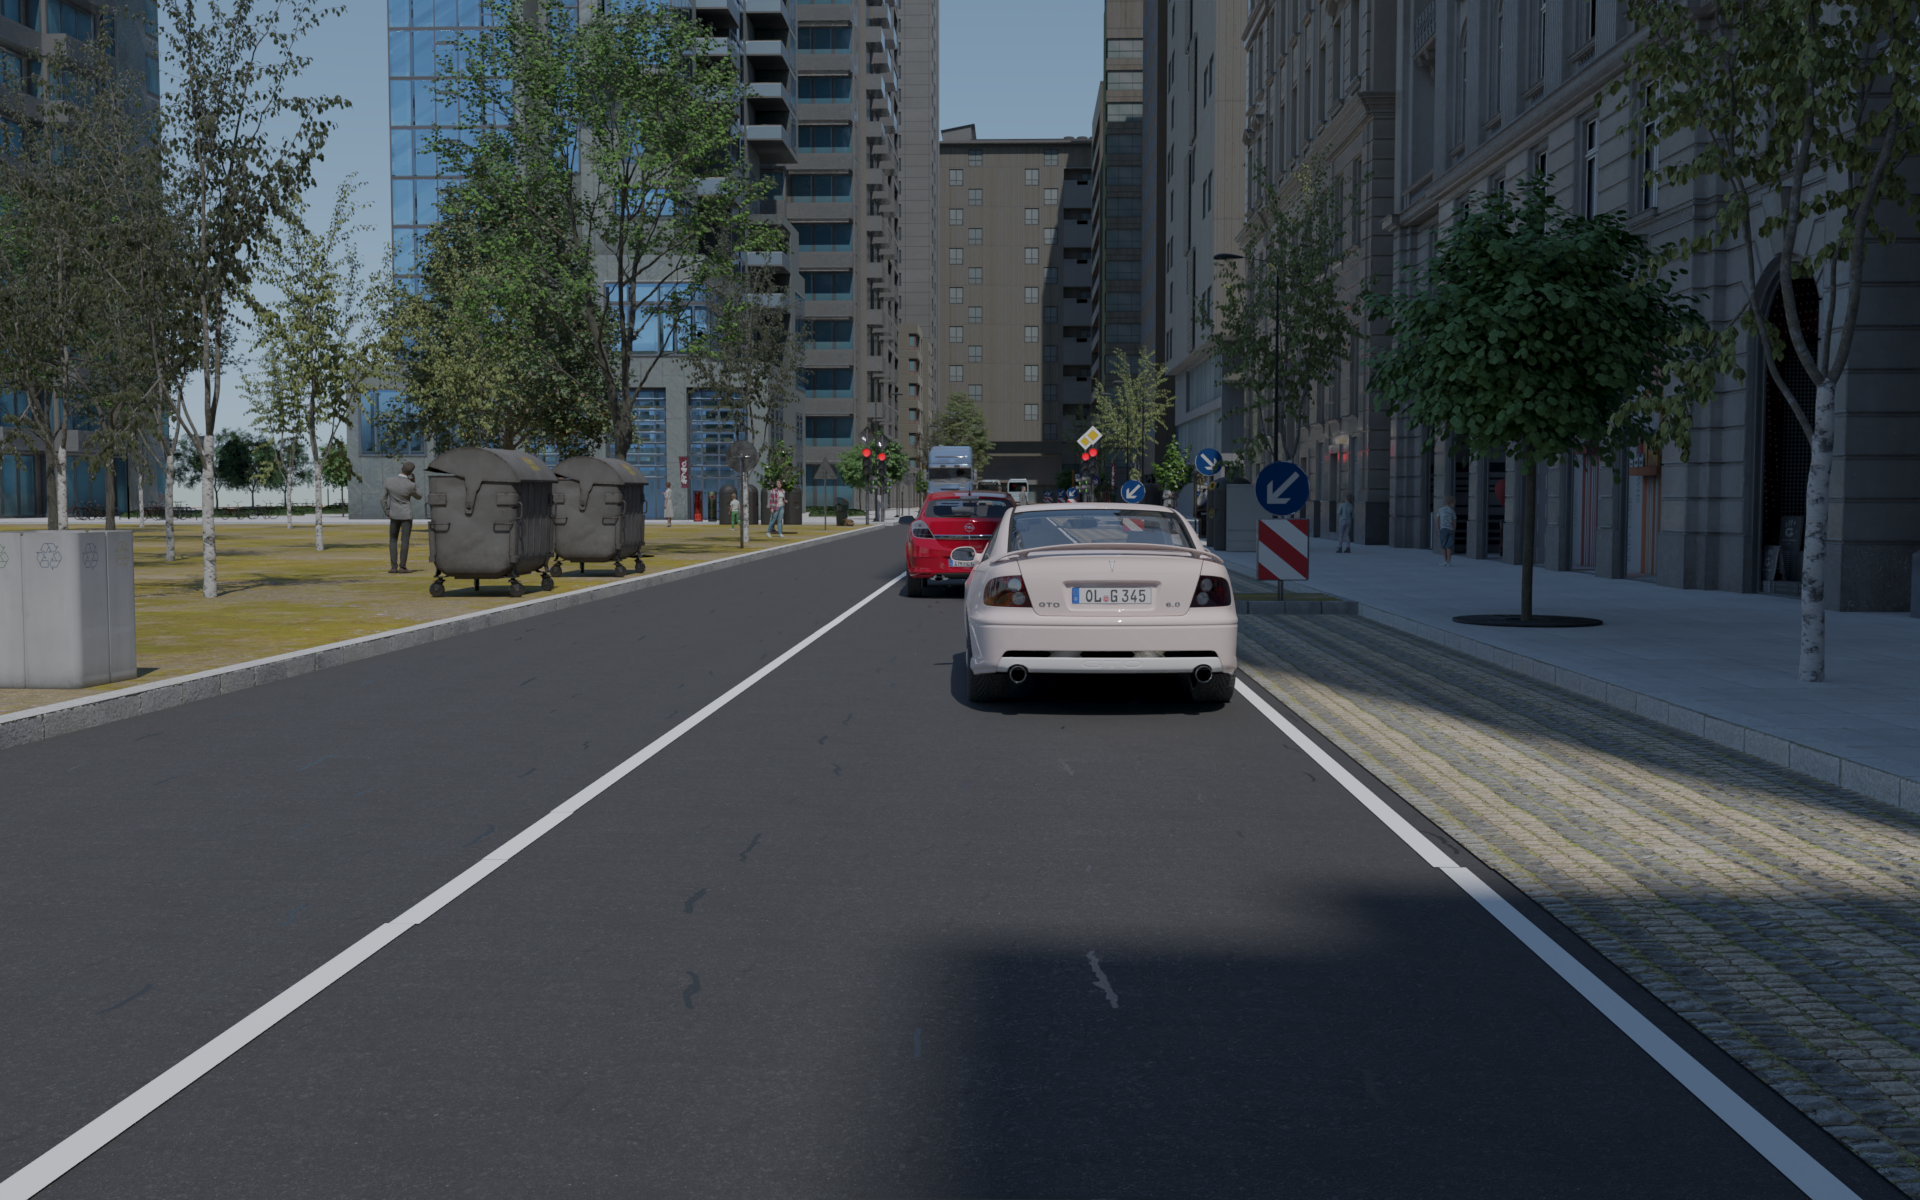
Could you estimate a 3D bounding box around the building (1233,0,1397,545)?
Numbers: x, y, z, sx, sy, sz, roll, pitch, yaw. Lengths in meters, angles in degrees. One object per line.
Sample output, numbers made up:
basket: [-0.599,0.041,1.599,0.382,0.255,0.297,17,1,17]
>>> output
building: [16.193,-15.729,54.441,12.463,27.353,25.104,0,4,2]

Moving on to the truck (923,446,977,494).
truck: [-0.333,-6.950,103.392,2.967,4.110,18.799,0,4,1]

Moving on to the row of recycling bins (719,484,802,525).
row of recycling bins: [-8.336,-3.992,72.380,3.534,1.692,1.069,0,4,3]

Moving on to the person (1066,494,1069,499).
person: [13.535,-12.757,217.854,0.421,1.427,0.697,1,4,12]

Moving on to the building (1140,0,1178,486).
building: [20.465,-28.997,124.217,14.600,45.320,14.200,0,4,2]

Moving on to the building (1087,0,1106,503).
building: [26.296,-47.525,215.290,20.563,71.187,20.611,0,4,2]

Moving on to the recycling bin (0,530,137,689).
recycling bin: [-6.106,0.051,11.721,0.722,1.027,0.722,0,4,5]

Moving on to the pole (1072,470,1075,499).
pole: [9.488,-9.240,144.911,0.158,3.312,0.155,0,3,0]

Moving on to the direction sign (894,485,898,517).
direction sign: [-3.468,-6.320,95.323,0.379,3.537,0.876,-3,4,-39]

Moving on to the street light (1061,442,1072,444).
street light: [9.715,-11.114,154.250,1.470,5.913,1.316,0,4,2]

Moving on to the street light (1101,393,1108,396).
street light: [7.174,-6.561,79.810,1.470,5.913,1.316,0,4,2]

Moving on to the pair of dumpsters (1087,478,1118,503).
pair of dumpsters: [8.710,-6.250,104.688,1.574,2.255,4.437,0,4,2]

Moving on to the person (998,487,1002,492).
person: [1.845,-4.521,82.765,0.601,1.785,0.444,3,4,38]

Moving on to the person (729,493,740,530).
person: [-7.874,-3.093,60.858,0.590,1.304,0.306,3,4,37]

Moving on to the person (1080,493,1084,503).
person: [12.645,-10.586,179.925,0.742,1.727,0.445,1,4,21]

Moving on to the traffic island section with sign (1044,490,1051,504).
traffic island section with sign: [7.546,-7.502,131.277,1.989,1.847,2.006,0,4,2]

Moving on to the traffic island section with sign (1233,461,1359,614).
traffic island section with sign: [3.764,-0.784,21.439,1.989,1.847,2.006,0,4,2]

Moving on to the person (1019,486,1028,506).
person: [3.117,-4.670,84.957,0.767,1.812,0.694,1,4,18]

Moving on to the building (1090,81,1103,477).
building: [25.875,-34.937,194.917,21.300,48.544,21.600,0,4,2]

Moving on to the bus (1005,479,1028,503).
bus: [7.281,-13.780,220.164,2.948,3.499,13.247,0,4,1]

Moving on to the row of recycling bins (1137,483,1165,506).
row of recycling bins: [7.324,-3.642,66.658,1.069,1.692,3.534,1,4,10]

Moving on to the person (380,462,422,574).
person: [-9.039,-1.332,28.009,0.592,1.802,0.473,1,4,13]

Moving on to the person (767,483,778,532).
person: [-6.164,-3.163,57.959,0.583,1.804,0.606,-3,4,-37]

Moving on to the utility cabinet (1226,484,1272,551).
utility cabinet: [6.486,-1.811,38.295,1.173,1.500,0.318,1,4,8]

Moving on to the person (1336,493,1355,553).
person: [8.359,-1.672,37.662,0.425,1.301,0.394,-2,4,-31]

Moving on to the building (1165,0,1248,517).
building: [25.207,-30.792,92.684,27.495,52.752,28.713,0,4,2]

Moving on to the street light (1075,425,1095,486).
street light: [8.513,-8.828,116.880,1.470,5.913,1.316,0,4,2]

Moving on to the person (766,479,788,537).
person: [-5.438,-2.731,51.530,0.563,1.720,0.643,-3,5,-42]

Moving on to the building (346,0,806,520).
building: [-19.991,-48.034,98.034,22.319,86.520,31.000,0,4,2]

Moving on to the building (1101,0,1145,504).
building: [19.000,-28.313,146.507,14.154,41.232,14.086,0,4,2]

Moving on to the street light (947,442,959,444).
street light: [-0.826,-11.091,153.884,1.470,5.913,1.316,0,4,2]

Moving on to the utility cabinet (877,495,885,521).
utility cabinet: [-3.726,-4.346,82.219,0.306,1.237,1.020,0,4,3]

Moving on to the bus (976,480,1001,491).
bus: [3.741,-13.756,219.762,2.948,3.499,13.247,0,4,3]

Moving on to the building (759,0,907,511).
building: [-16.668,-31.690,137.742,23.786,49.044,30.456,0,4,2]

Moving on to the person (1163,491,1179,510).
person: [6.966,-3.126,57.341,0.537,1.800,0.526,1,4,16]

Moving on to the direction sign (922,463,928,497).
direction sign: [-2.498,-8.281,127.387,0.379,3.537,0.876,3,4,38]

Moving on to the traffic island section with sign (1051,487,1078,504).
traffic island section with sign: [6.619,-5.829,103.936,1.989,1.847,2.006,0,4,2]

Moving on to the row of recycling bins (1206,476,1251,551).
row of recycling bins: [6.362,-2.051,40.654,1.069,1.692,3.534,0,4,5]

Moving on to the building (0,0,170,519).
building: [-62.276,-29.185,96.786,30.456,49.044,23.786,0,4,2]

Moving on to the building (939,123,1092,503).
building: [10.430,-40.679,254.333,27.495,52.752,28.713,0,4,2]

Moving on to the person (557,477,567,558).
person: [-7.971,-1.725,34.737,0.782,1.767,0.515,1,4,19]

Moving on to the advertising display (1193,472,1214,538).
advertising display: [7.046,-2.749,50.168,0.123,1.923,0.974,3,4,38]

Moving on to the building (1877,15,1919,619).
building: [15.761,-13.536,7.224,13.634,28.700,20.117,0,4,2]

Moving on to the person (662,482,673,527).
person: [-11.359,-3.693,66.998,0.524,1.755,0.480,1,4,12]

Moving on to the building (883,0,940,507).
building: [-13.237,-47.606,216.604,20.611,71.187,20.563,0,4,2]

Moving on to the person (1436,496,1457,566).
person: [8.635,-1.226,30.770,0.352,1.250,0.332,-3,5,-40]

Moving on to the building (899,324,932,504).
building: [-17.591,-21.132,190.550,27.650,21.520,28.899,0,4,2]

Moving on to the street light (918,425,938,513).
street light: [-2.158,-8.823,116.801,1.470,5.913,1.316,0,4,2]

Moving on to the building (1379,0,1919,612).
building: [15.830,-11.479,29.488,13.314,21.916,24.055,0,4,2]

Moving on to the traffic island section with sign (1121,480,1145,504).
traffic island section with sign: [4.706,-2.449,48.664,1.989,1.847,2.006,0,4,2]
